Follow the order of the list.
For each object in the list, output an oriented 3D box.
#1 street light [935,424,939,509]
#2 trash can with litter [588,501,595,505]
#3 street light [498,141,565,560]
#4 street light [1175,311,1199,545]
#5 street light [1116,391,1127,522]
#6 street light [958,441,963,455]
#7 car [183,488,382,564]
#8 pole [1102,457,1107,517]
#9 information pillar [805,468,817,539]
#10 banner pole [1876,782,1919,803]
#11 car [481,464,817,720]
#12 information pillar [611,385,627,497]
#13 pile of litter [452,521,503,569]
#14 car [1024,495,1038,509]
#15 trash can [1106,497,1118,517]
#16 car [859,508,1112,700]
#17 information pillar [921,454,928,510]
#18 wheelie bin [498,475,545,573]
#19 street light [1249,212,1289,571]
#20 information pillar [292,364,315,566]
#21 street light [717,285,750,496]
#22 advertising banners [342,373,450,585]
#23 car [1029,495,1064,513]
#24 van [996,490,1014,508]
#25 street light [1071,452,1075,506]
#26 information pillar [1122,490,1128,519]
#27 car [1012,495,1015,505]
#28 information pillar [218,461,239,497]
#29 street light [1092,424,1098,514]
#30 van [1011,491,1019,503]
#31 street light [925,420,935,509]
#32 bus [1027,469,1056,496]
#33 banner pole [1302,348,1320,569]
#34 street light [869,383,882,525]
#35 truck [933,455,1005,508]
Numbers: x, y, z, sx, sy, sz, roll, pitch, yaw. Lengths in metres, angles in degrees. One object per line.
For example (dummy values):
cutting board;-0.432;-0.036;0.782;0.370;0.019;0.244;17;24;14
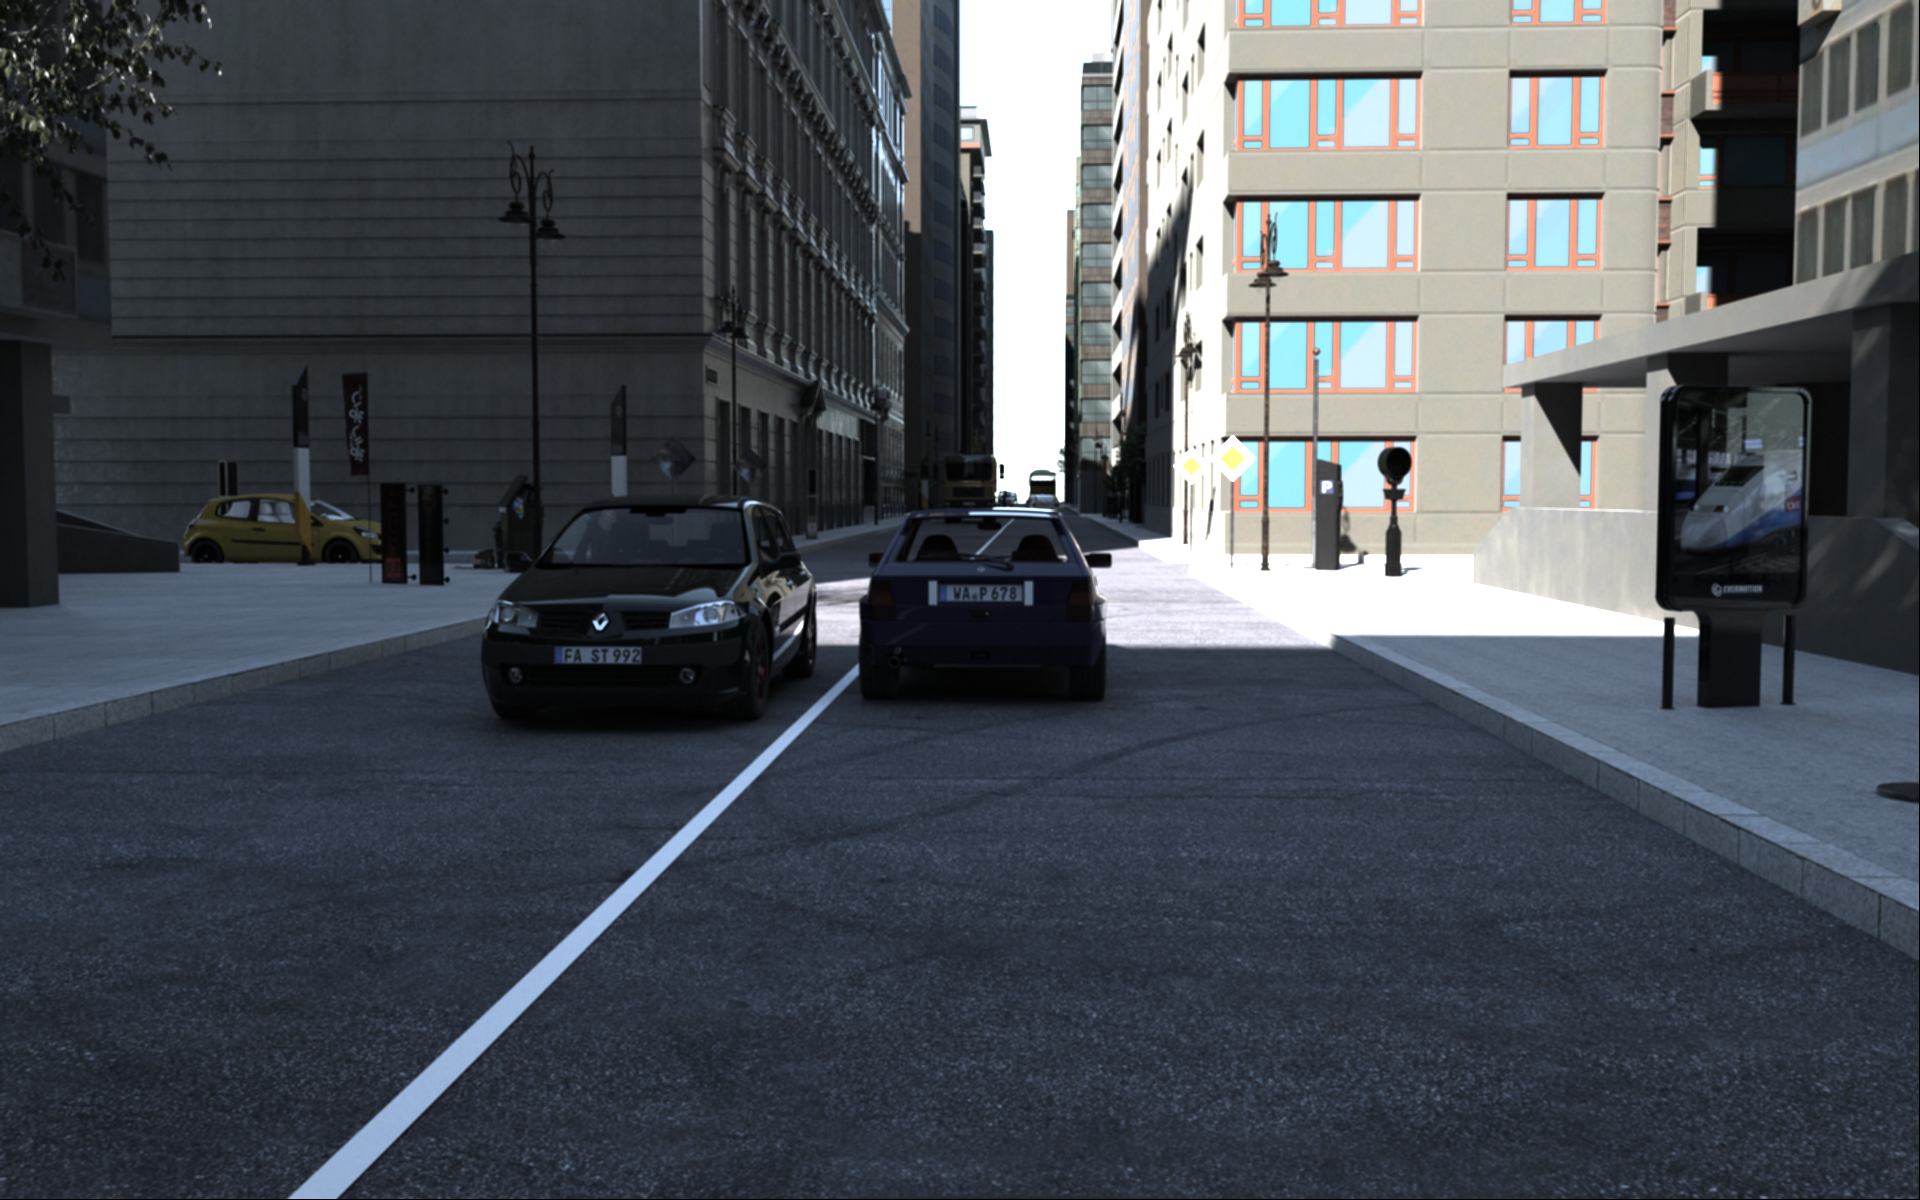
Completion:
street light;-1.565;-8.699;115.018;0.468;5.910;1.993;0;4;3
trash can with litter;-5.661;-1.033;28.274;0.624;1.170;1.055;2;4;31
street light;-5.684;-3.081;23.159;0.468;5.910;1.993;0;4;3
street light;5.731;-4.346;43.842;0.468;5.910;1.993;0;4;3
street light;7.257;-6.438;78.055;0.468;5.910;1.993;0;4;3
street light;0.104;-10.763;148.756;0.468;5.910;1.993;0;4;3
car;-12.644;-1.395;33.029;3.980;1.641;2.015;0;4;4
pole;8.046;-6.272;96.386;0.158;3.312;0.155;0;3;0
information pillar;-4.246;-2.752;49.481;0.304;2.012;0.304;-1;4;-13
banner pole;4.231;-1.040;7.027;0.401;3.779;0.863;-2;4;-32
car;-2.055;-0.151;12.260;2.009;1.686;4.222;0;4;2
information pillar;-7.350;-2.815;37.380;0.183;3.616;0.504;-3;5;-44
pile of litter;-7.939;-0.983;30.036;1.719;0.858;1.176;-1;4;-10
car;6.041;-7.555;135.892;2.083;1.381;4.827;0;4;1
trash can;8.368;-5.103;95.090;0.748;1.137;0.748;0;3;0
car;0.219;-0.050;13.404;1.945;1.354;3.894;0;4;2
information pillar;-2.037;-6.670;100.404;0.504;3.616;0.183;-3;5;-39
wheelie bin;-7.207;-1.261;28.525;0.693;1.594;0.980;-2;4;-27
street light;5.093;-3.422;28.737;0.468;5.910;1.993;0;4;3
information pillar;-11.794;-2.428;31.045;0.183;3.616;0.504;0;4;3
street light;-5.014;-4.018;38.478;0.468;5.910;1.993;0;4;3
advertising banners;-8.090;-1.747;24.751;2.074;3.025;0.090;2;4;30
car;5.098;-5.499;102.268;2.083;1.381;4.827;0;4;5
van;4.794;-10.884;184.961;2.013;2.044;4.112;0;4;1
street light;13.152;-14.161;204.317;0.468;5.910;1.993;0;4;3
information pillar;8.656;-5.259;90.471;0.304;2.012;0.304;-3;4;-38
car;6.339;-13.360;230.445;2.014;1.417;4.499;0;4;1
information pillar;-16.076;-2.056;38.108;0.304;2.012;0.304;2;4;35
street light;9.229;-9.019;120.247;0.468;5.910;1.993;0;4;3
van;8.137;-15.940;267.637;2.013;2.044;4.112;0;4;2
street light;-1.965;-8.181;106.552;0.468;5.910;1.993;0;4;3
bus;8.044;-10.931;170.266;2.896;3.916;12.252;0;4;2
banner pole;6.132;-2.442;29.948;0.401;3.779;0.863;1;4;9
street light;-3.505;-6.082;72.223;0.468;5.910;1.993;0;4;3
truck;0.548;-5.592;87.358;3.469;3.379;9.791;0;4;2
